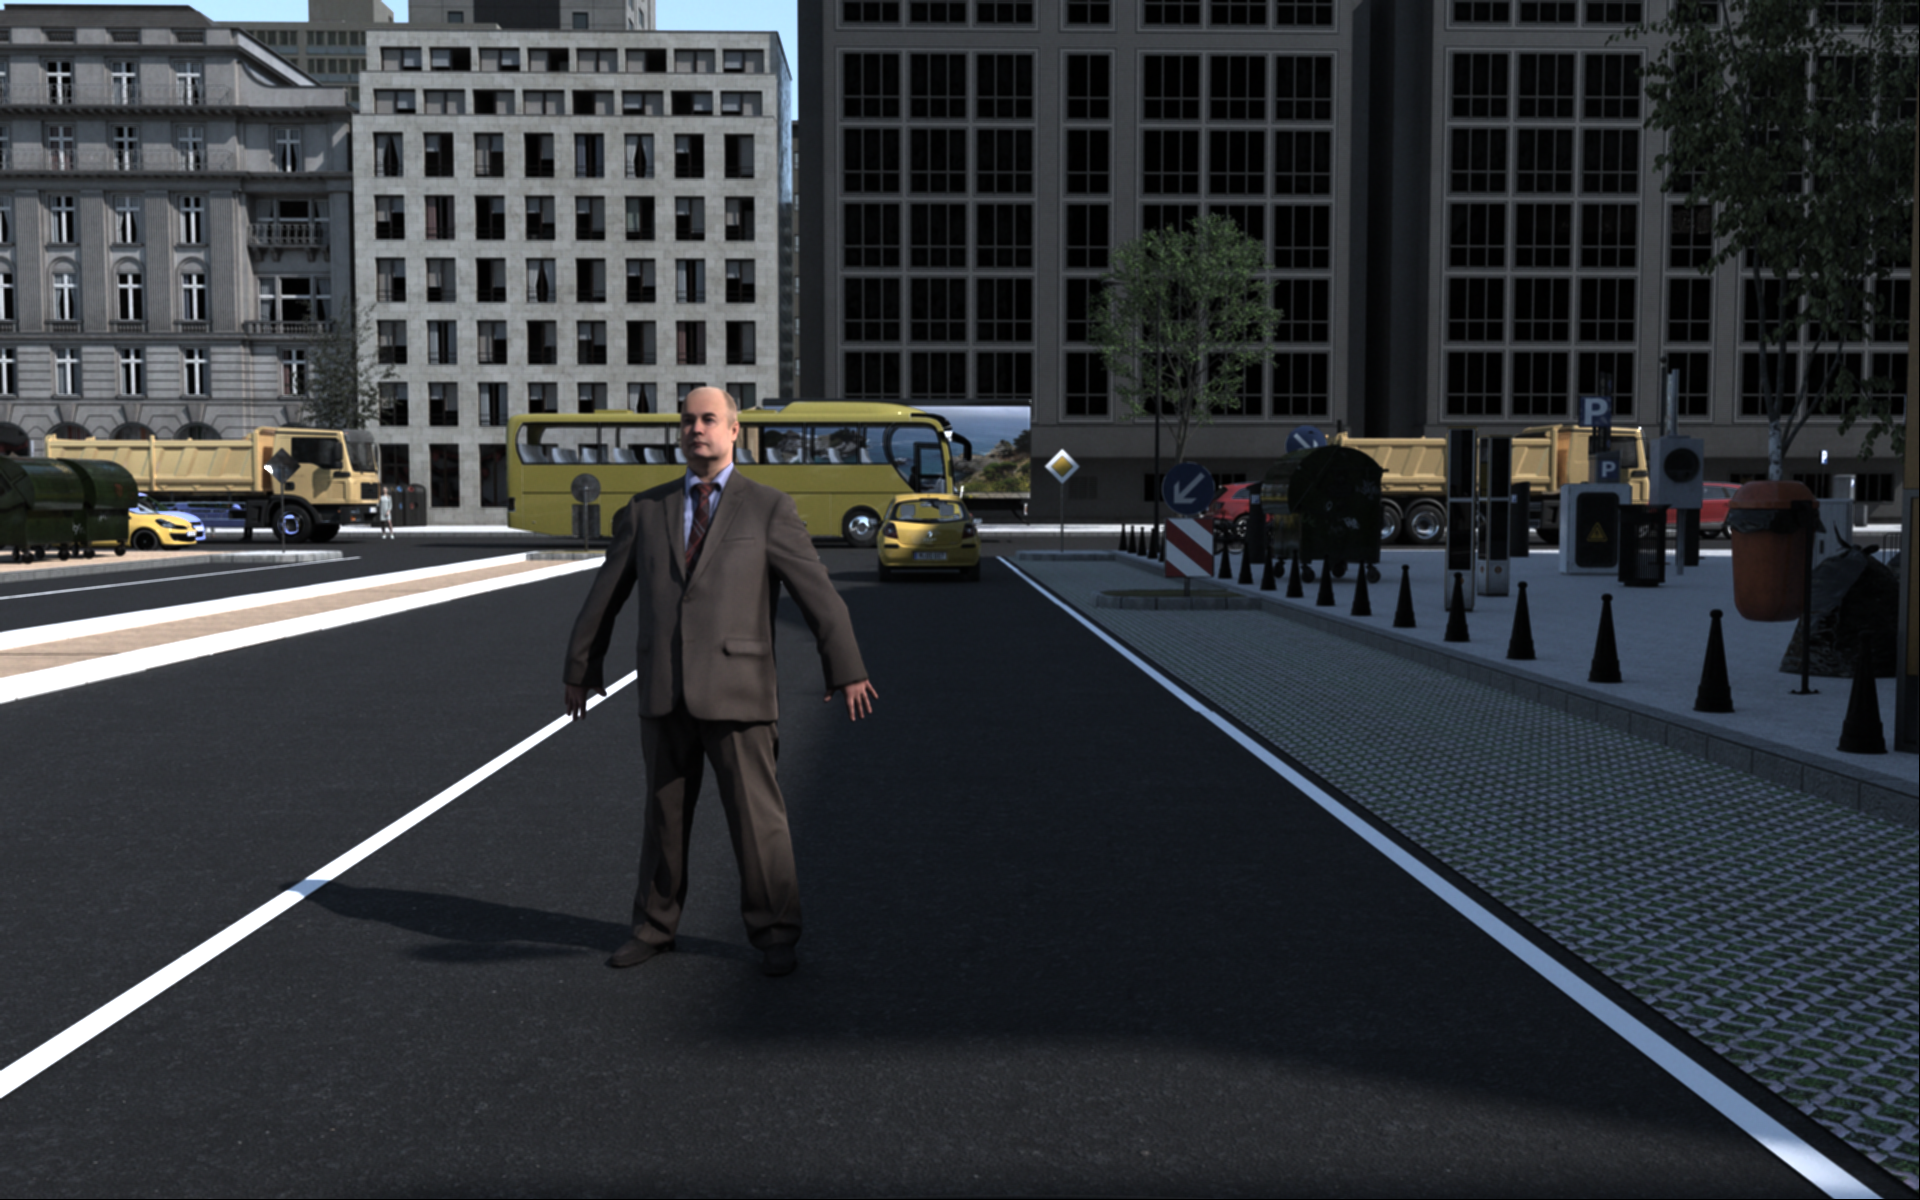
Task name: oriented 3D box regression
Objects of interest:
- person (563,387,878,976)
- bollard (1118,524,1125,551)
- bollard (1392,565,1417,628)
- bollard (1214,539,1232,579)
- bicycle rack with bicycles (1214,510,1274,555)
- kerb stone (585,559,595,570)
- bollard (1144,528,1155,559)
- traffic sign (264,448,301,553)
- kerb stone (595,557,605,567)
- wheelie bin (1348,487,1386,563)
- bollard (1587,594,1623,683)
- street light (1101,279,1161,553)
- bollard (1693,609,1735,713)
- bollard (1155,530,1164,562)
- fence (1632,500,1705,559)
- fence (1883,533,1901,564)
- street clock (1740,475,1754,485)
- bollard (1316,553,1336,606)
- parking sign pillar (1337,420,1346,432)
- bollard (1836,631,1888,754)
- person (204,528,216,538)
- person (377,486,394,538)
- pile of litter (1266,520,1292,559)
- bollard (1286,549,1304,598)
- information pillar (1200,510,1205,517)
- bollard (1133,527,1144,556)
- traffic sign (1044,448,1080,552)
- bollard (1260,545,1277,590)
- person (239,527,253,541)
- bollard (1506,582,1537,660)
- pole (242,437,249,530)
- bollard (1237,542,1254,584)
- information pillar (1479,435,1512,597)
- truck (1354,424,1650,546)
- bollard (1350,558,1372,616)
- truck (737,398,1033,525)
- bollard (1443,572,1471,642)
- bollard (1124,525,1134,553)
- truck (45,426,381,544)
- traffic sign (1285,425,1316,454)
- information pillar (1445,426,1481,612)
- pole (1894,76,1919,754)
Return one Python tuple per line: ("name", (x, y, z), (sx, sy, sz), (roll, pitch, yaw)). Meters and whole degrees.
("person", (-0.750, 0.233, 5.244), (0.990, 1.755, 0.434), (1, 4, 13))
("bollard", (3.700, -1.418, 39.222), (0.229, 0.601, 0.229), (0, 3, 0))
("bollard", (4.293, -0.041, 16.707), (0.229, 0.601, 0.229), (0, 3, 0))
("bollard", (4.038, -0.630, 26.348), (0.229, 0.601, 0.229), (0, 3, 0))
("bicycle rack with bicycles", (6.307, -1.477, 37.524), (2.925, 0.926, 2.852), (-1, 4, -8))
("kerb stone", (-7.173, -0.668, 33.112), (0.120, 0.150, 1.000), (0, 4, -1))
("bollard", (3.830, -1.123, 34.397), (0.229, 0.601, 0.229), (0, 3, 0))
("traffic sign", (-14.744, -2.083, 37.698), (0.795, 2.450, 0.064), (0, 4, -1))
("kerb stone", (-7.205, -0.731, 34.140), (0.120, 0.150, 1.000), (0, 4, -1))
("wheelie bin", (7.507, -1.496, 32.362), (0.693, 1.594, 0.980), (-1, 4, -23))
("bollard", (4.417, 0.257, 11.841), (0.229, 0.601, 0.229), (0, 3, 0))
("street light", (3.751, -3.983, 37.661), (1.470, 5.913, 1.316), (0, 4, -1))
("bollard", (4.463, 0.355, 10.236), (0.229, 0.601, 0.229), (0, 3, 0))
("bollard", (3.868, -1.024, 32.789), (0.229, 0.601, 0.229), (0, 3, 0))
("fence", (13.842, -1.453, 34.959), (0.480, 1.192, 2.264), (-3, 5, -40))
("fence", (14.870, -0.653, 26.059), (0.278, 0.683, 2.069), (-2, 4, -32))
("street clock", (30.031, -3.767, 66.163), (0.471, 2.002, 0.358), (2, 4, 29))
("bollard", (4.210, -0.237, 19.917), (0.229, 0.601, 0.229), (0, 3, 0))
("parking sign pillar", (14.201, -4.586, 63.460), (1.447, 3.967, 1.447), (2, 4, 30))
("bollard", (4.504, 0.453, 8.631), (0.229, 0.601, 0.229), (0, 3, 0))
("person", (-24.789, -2.962, 57.103), (0.511, 1.800, 0.466), (-3, 4, -36))
("person", (-18.591, -2.843, 55.989), (0.512, 1.701, 0.522), (-1, 4, -18))
("pile of litter", (6.547, -1.259, 34.542), (1.176, 0.858, 1.719), (-3, 4, -36))
("bollard", (4.164, -0.335, 21.523), (0.229, 0.601, 0.229), (0, 3, 0))
("information pillar", (9.695, -3.941, 68.935), (0.304, 2.012, 0.304), (1, 4, 10))
("bollard", (3.789, -1.221, 36.005), (0.229, 0.601, 0.229), (0, 3, 0))
("traffic sign", (2.245, -2.109, 38.121), (0.795, 2.450, 0.064), (0, 4, -1))
("bollard", (4.123, -0.434, 23.137), (0.229, 0.601, 0.229), (0, 3, 0))
("person", (-22.161, -2.713, 53.555), (0.576, 1.737, 0.504), (3, 5, 41))
("bollard", (4.374, 0.156, 13.483), (0.229, 0.601, 0.229), (0, 3, 0))
("pole", (-25.540, -4.169, 62.007), (0.158, 3.312, 0.155), (0, 3, 0))
("bollard", (4.082, -0.532, 24.742), (0.229, 0.601, 0.229), (0, 3, 0))
("information pillar", (6.702, -1.055, 21.735), (0.304, 2.012, 0.304), (-1, 4, -8))
("truck", (15.287, -3.268, 49.362), (9.791, 3.379, 3.469), (0, 4, -1))
("bollard", (4.246, -0.139, 18.312), (0.229, 0.601, 0.229), (0, 3, 0))
("truck", (-3.523, -3.855, 51.947), (11.283, 4.237, 2.839), (0, 4, -1))
("bollard", (4.338, 0.058, 15.101), (0.229, 0.601, 0.229), (0, 3, 0))
("bollard", (3.745, -1.319, 37.610), (0.229, 0.601, 0.229), (0, 3, 0))
("truck", (-21.324, -3.359, 50.838), (9.791, 3.379, 3.469), (0, 4, 0))
("traffic sign", (6.384, -1.952, 32.024), (0.768, 2.556, 0.104), (0, 4, 4))
("information pillar", (5.478, -0.883, 18.931), (0.304, 2.012, 0.304), (1, 4, 19))
("pole", (4.769, -0.897, 8.516), (0.158, 3.312, 0.155), (0, 3, 0))
